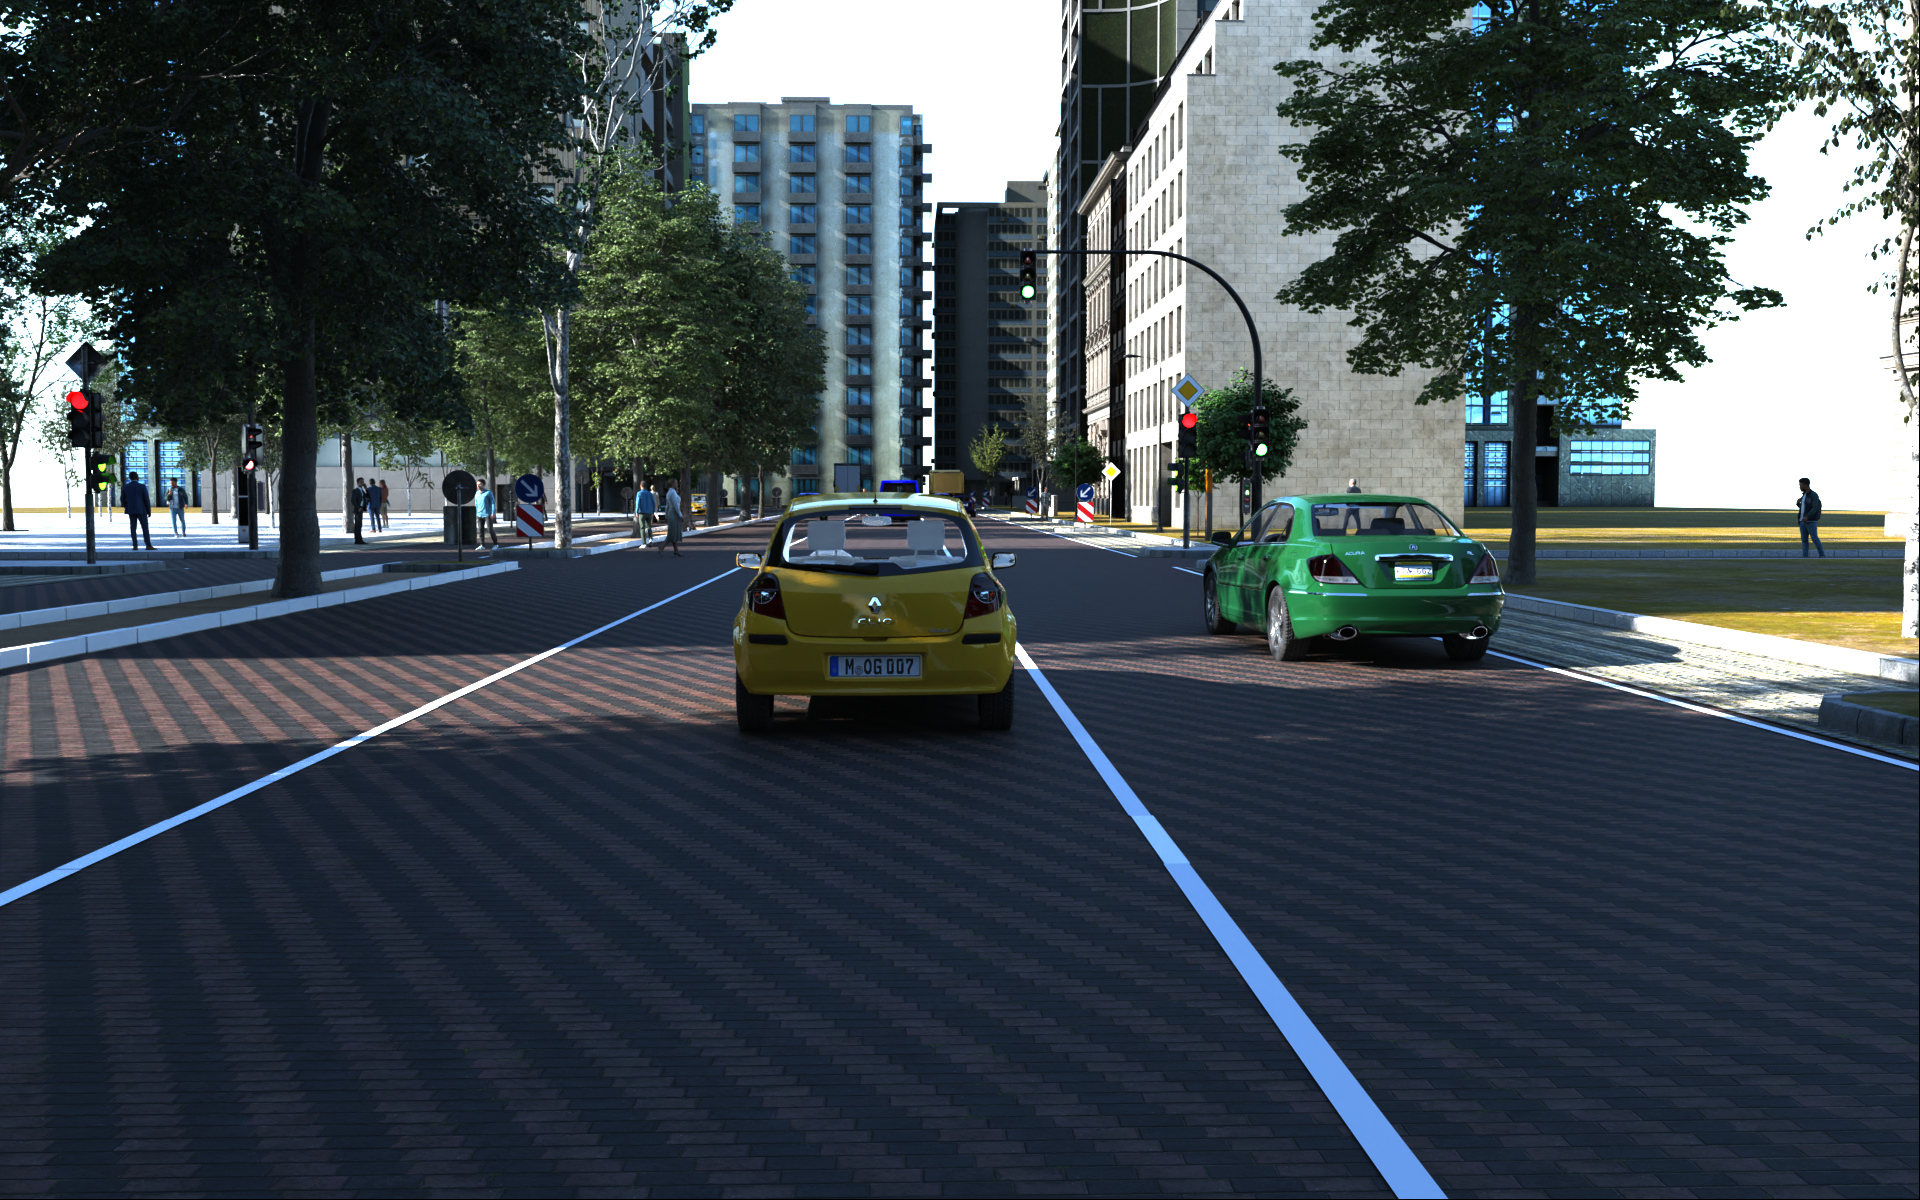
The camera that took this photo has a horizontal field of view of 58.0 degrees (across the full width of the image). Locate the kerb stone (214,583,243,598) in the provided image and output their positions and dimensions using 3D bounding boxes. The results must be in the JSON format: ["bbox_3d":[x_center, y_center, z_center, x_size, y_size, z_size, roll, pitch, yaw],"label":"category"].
[{"bbox_3d":[-10.298,-0.121,24.175,0.120,0.150,1.000,0,4,-2],"label":"kerb stone"}]

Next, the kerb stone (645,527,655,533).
[{"bbox_3d":[-11.613,-2.595,64.716,0.120,0.150,1.000,0,4,-2],"label":"kerb stone"}]

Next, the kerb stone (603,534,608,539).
[{"bbox_3d":[-11.283,-1.973,54.466,0.120,0.150,1.000,0,4,-2],"label":"kerb stone"}]

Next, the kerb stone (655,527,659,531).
[{"bbox_3d":[-11.641,-2.663,65.752,0.120,0.150,1.000,0,4,-2],"label":"kerb stone"}]

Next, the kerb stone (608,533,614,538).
[{"bbox_3d":[-11.322,-2.036,55.488,0.120,0.150,1.000,0,4,-2],"label":"kerb stone"}]

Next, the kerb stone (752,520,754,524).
[{"bbox_3d":[-10.120,-3.728,83.219,0.120,0.150,1.000,0,4,-2],"label":"kerb stone"}]

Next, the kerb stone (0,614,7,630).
[{"bbox_3d":[-10.097,0.256,18.013,0.120,0.150,1.000,0,4,-2],"label":"kerb stone"}]

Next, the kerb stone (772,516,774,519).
[{"bbox_3d":[-10.516,-4.485,95.519,0.120,0.150,1.000,0,4,-2],"label":"kerb stone"}]

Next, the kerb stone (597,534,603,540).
[{"bbox_3d":[-11.251,-1.910,53.432,0.120,0.150,1.000,0,4,-2],"label":"kerb stone"}]

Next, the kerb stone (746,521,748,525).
[{"bbox_3d":[-10.020,-3.544,80.151,0.120,0.150,1.000,0,4,-2],"label":"kerb stone"}]

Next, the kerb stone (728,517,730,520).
[{"bbox_3d":[-12.518,-4.291,92.365,0.120,0.150,1.000,0,4,-2],"label":"kerb stone"}]

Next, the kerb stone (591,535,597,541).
[{"bbox_3d":[-11.211,-1.839,52.411,0.120,0.150,1.000,0,4,-2],"label":"kerb stone"}]

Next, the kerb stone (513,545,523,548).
[{"bbox_3d":[-10.884,-1.221,42.166,0.120,0.150,1.000,0,4,-2],"label":"kerb stone"}]

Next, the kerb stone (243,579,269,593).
[{"bbox_3d":[-10.333,-0.183,25.200,0.120,0.150,1.000,0,4,-2],"label":"kerb stone"}]

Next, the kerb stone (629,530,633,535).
[{"bbox_3d":[-11.459,-2.277,59.588,0.120,0.150,1.000,0,4,-2],"label":"kerb stone"}]

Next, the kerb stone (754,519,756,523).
[{"bbox_3d":[-10.155,-3.795,84.241,0.120,0.150,1.000,0,4,-2],"label":"kerb stone"}]

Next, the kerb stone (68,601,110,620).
[{"bbox_3d":[-10.168,0.130,20.063,0.120,0.150,1.000,0,4,-2],"label":"kerb stone"}]

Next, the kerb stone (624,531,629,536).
[{"bbox_3d":[-11.421,-2.224,58.560,0.120,0.150,1.000,0,4,-2],"label":"kerb stone"}]

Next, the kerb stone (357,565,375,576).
[{"bbox_3d":[-10.497,-0.496,30.333,0.120,0.150,1.000,0,4,-2],"label":"kerb stone"}]

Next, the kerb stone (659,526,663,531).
[{"bbox_3d":[-11.685,-2.726,66.773,0.120,0.150,1.000,0,4,-2],"label":"kerb stone"}]

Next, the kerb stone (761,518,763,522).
[{"bbox_3d":[-10.287,-4.046,88.347,0.120,0.150,1.000,0,4,-2],"label":"kerb stone"}]

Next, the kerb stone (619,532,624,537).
[{"bbox_3d":[-11.382,-2.161,57.535,0.120,0.150,1.000,0,4,-2],"label":"kerb stone"}]

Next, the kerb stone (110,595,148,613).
[{"bbox_3d":[-10.201,0.071,21.101,0.120,0.150,1.000,0,4,-2],"label":"kerb stone"}]

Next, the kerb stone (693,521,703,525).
[{"bbox_3d":[-12.121,-3.541,80.090,0.120,0.150,1.000,0,4,-2],"label":"kerb stone"}]

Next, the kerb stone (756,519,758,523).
[{"bbox_3d":[-10.177,-3.852,85.263,0.120,0.150,1.000,0,4,-2],"label":"kerb stone"}]

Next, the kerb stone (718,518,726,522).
[{"bbox_3d":[-12.458,-4.167,90.319,0.120,0.150,1.000,0,4,-2],"label":"kerb stone"}]

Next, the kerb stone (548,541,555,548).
[{"bbox_3d":[-11.018,-1.472,46.259,0.120,0.150,1.000,0,4,-2],"label":"kerb stone"}]

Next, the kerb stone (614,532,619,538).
[{"bbox_3d":[-11.347,-2.099,56.513,0.120,0.150,1.000,0,4,-2],"label":"kerb stone"}]

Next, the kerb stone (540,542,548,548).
[{"bbox_3d":[-10.993,-1.409,45.237,0.120,0.150,1.000,0,4,-2],"label":"kerb stone"}]

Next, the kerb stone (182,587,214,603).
[{"bbox_3d":[-10.268,-0.058,23.146,0.120,0.150,1.000,0,4,-2],"label":"kerb stone"}]

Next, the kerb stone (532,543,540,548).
[{"bbox_3d":[-10.956,-1.347,44.215,0.120,0.150,1.000,0,4,-2],"label":"kerb stone"}]

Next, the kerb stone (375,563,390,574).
[{"bbox_3d":[-10.534,-0.559,31.359,0.120,0.150,1.000,0,4,-2],"label":"kerb stone"}]

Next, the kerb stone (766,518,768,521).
[{"bbox_3d":[-10.388,-4.232,91.416,0.120,0.150,1.000,0,4,-2],"label":"kerb stone"}]

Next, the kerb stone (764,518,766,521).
[{"bbox_3d":[-10.358,-4.171,90.394,0.120,0.150,1.000,0,4,-2],"label":"kerb stone"}]

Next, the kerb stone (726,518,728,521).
[{"bbox_3d":[-12.489,-4.229,91.343,0.120,0.150,1.000,0,4,-2],"label":"kerb stone"}]

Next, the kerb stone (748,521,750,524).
[{"bbox_3d":[-10.049,-3.599,81.174,0.120,0.150,1.000,0,4,-2],"label":"kerb stone"}]

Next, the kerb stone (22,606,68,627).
[{"bbox_3d":[-10.135,0.193,19.042,0.120,0.150,1.000,0,4,-2],"label":"kerb stone"}]

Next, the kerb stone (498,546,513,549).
[{"bbox_3d":[-10.855,-1.155,41.143,0.120,0.150,1.000,0,4,-2],"label":"kerb stone"}]

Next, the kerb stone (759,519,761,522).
[{"bbox_3d":[-10.258,-3.983,87.323,0.120,0.150,1.000,0,4,-2],"label":"kerb stone"}]

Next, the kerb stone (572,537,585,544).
[{"bbox_3d":[-11.143,-1.722,50.353,0.120,0.150,1.000,0,4,-2],"label":"kerb stone"}]

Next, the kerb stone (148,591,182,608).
[{"bbox_3d":[-10.240,0.005,22.122,0.120,0.150,1.000,0,4,-2],"label":"kerb stone"}]

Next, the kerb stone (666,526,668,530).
[{"bbox_3d":[-11.750,-2.852,68.828,0.120,0.150,1.000,0,4,-2],"label":"kerb stone"}]

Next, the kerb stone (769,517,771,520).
[{"bbox_3d":[-10.448,-4.359,93.464,0.120,0.150,1.000,0,4,-2],"label":"kerb stone"}]

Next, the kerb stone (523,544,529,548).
[{"bbox_3d":[-10.920,-1.284,43.188,0.120,0.150,1.000,0,4,-2],"label":"kerb stone"}]

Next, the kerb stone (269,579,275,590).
[{"bbox_3d":[-10.363,-0.244,26.225,0.120,0.150,1.000,0,4,-2],"label":"kerb stone"}]

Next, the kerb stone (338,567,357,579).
[{"bbox_3d":[-10.468,-0.434,29.308,0.120,0.150,1.000,0,4,-2],"label":"kerb stone"}]

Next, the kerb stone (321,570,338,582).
[{"bbox_3d":[-10.429,-0.372,28.276,0.120,0.150,1.000,0,4,-2],"label":"kerb stone"}]

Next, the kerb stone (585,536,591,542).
[{"bbox_3d":[-11.187,-1.782,51.374,0.120,0.150,1.000,0,4,-2],"label":"kerb stone"}]

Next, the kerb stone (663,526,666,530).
[{"bbox_3d":[-11.722,-2.785,67.795,0.120,0.150,1.000,0,4,-2],"label":"kerb stone"}]

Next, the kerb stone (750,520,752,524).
[{"bbox_3d":[-10.082,-3.670,82.196,0.120,0.150,1.000,0,4,-2],"label":"kerb stone"}]

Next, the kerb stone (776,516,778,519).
[{"bbox_3d":[-10.618,-4.669,98.593,0.120,0.150,1.000,0,4,-2],"label":"kerb stone"}]
